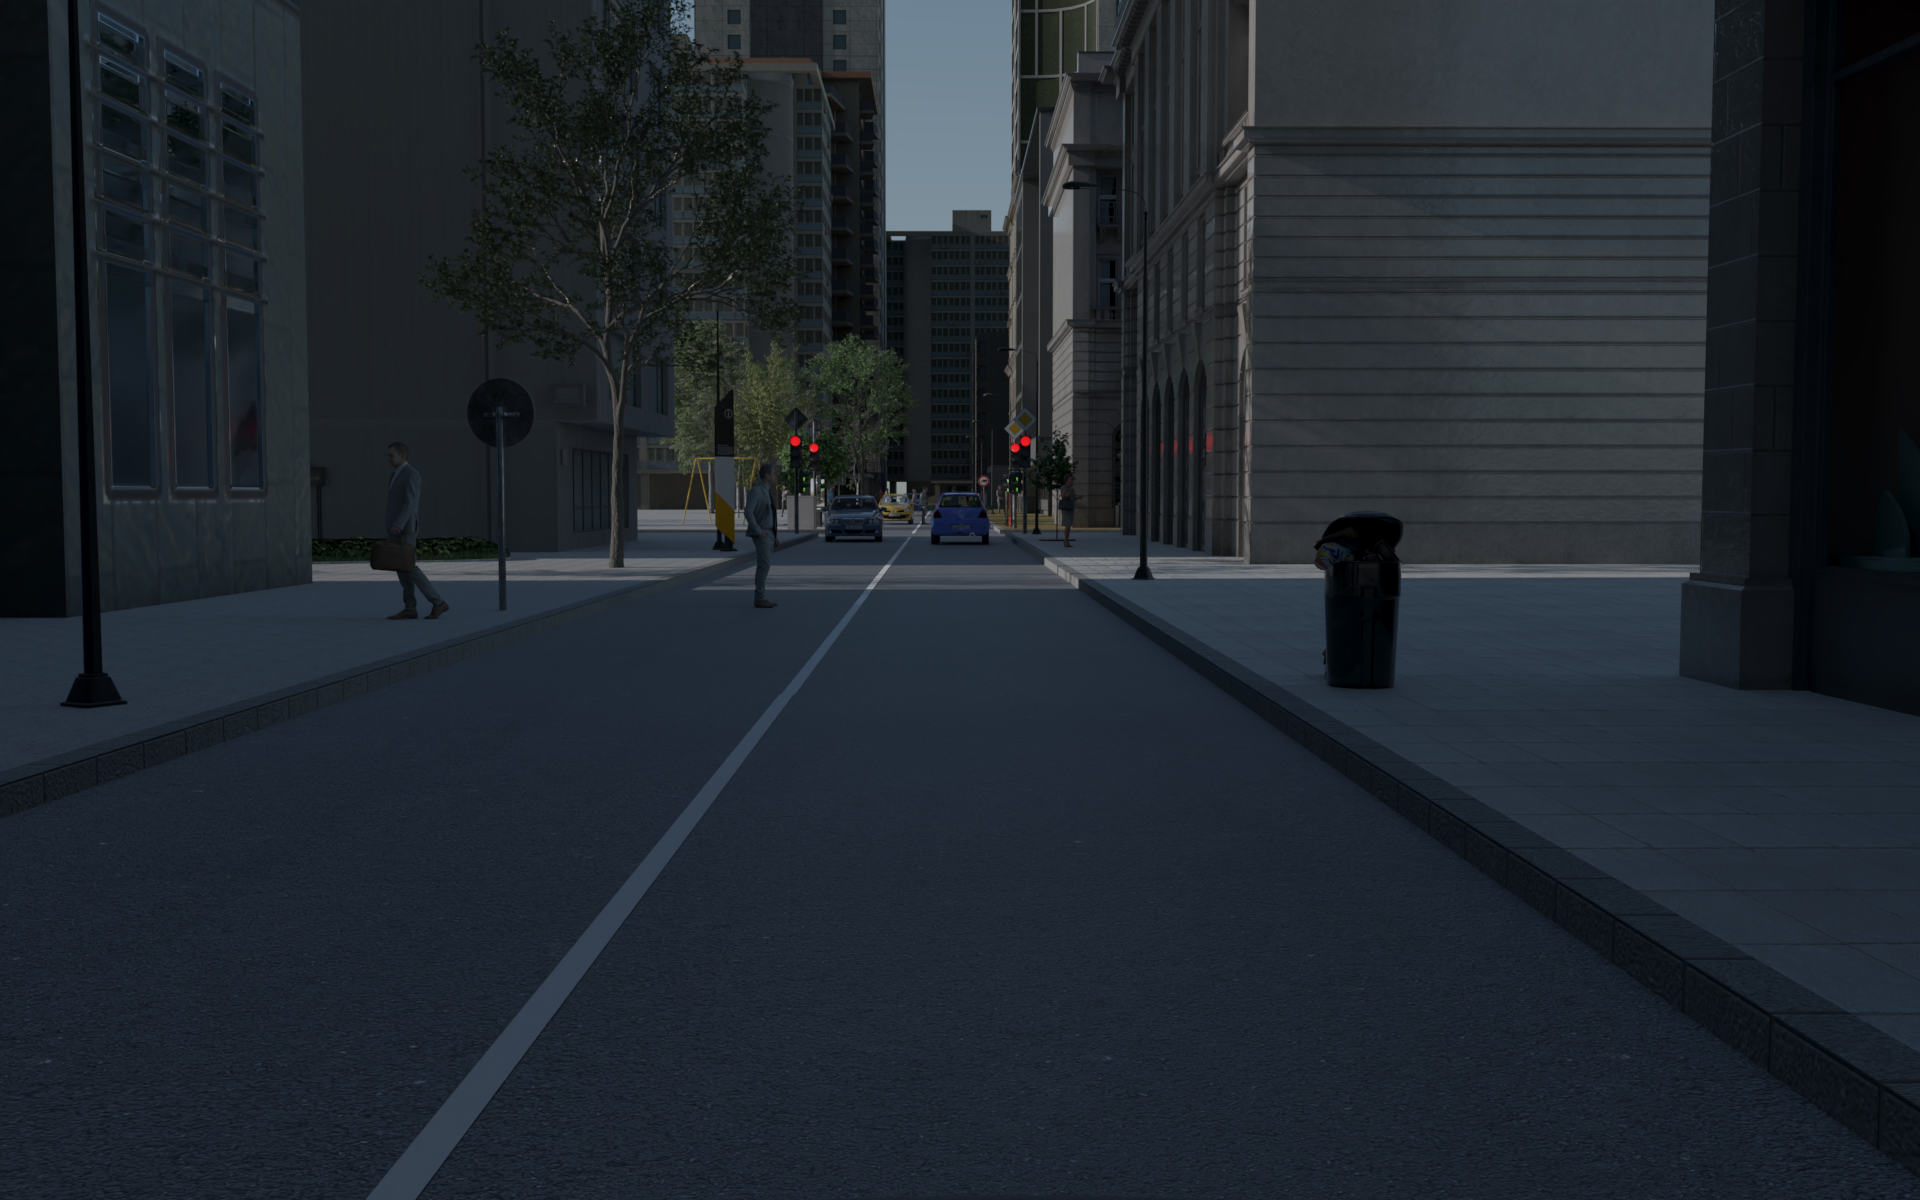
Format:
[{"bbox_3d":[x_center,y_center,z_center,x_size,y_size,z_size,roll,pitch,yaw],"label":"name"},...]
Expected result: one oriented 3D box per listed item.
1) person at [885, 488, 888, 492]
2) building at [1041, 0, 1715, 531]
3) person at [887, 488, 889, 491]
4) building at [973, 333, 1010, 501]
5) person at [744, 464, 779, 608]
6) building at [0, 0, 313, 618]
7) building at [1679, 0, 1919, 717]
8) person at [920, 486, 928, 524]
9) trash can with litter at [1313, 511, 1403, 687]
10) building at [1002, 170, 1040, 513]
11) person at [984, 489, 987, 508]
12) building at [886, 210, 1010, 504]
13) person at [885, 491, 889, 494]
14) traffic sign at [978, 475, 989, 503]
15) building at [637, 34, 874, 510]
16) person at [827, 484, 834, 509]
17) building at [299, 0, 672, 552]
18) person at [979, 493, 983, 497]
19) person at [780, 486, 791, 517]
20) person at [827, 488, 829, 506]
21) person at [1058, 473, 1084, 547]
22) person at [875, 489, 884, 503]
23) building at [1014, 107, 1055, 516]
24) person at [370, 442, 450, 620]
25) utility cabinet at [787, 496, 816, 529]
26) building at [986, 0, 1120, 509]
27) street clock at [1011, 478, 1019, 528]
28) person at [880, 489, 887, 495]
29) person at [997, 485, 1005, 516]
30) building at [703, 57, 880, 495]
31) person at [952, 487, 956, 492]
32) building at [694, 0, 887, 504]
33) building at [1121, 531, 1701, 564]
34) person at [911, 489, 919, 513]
[{"bbox_3d":[-6.691,-9.294,158.128,0.705,1.807,1.348,0,4,8],"label":"person"},{"bbox_3d":[15.716,-14.013,70.916,24.055,21.916,13.314,0,4,-1],"label":"building"},{"bbox_3d":[-6.800,-9.608,163.150,0.705,1.823,1.348,-1,4,-10],"label":"person"},{"bbox_3d":[15.524,-21.709,199.984,27.650,21.520,28.899,0,4,-1],"label":"building"},{"bbox_3d":[-2.503,-0.820,22.014,0.391,1.810,0.635,0,4,6],"label":"person"},{"bbox_3d":[-18.329,-42.450,6.725,22.319,86.520,31.000,0,4,-1],"label":"building"},{"bbox_3d":[9.527,-9.749,10.301,10.553,20.767,40.483,0,4,-1],"label":"building"},{"bbox_3d":[-1.711,-4.522,82.533,0.391,1.810,0.635,0,4,2],"label":"person"},{"bbox_3d":[2.645,-0.025,11.793,0.624,1.170,1.055,0,4,3],"label":"trash can with litter"},{"bbox_3d":[9.719,-20.152,126.740,12.463,27.353,25.104,0,4,-1],"label":"building"},{"bbox_3d":[2.409,-9.574,163.238,0.551,1.740,0.621,1,4,15],"label":"person"},{"bbox_3d":[1.559,-33.506,239.711,23.993,40.220,32.217,0,4,-1],"label":"building"},{"bbox_3d":[-4.418,-5.810,105.304,0.330,1.601,0.589,-1,4,-23],"label":"person"},{"bbox_3d":[1.621,-7.224,118.218,0.768,2.556,0.104,0,4,0],"label":"traffic sign"},{"bbox_3d":[-23.871,-28.052,150.532,32.217,40.220,23.993,0,4,-1],"label":"building"},{"bbox_3d":[-6.326,-4.779,84.529,0.444,1.785,0.601,-1,4,-11],"label":"person"},{"bbox_3d":[-14.892,-22.019,43.609,14.086,41.232,14.154,0,4,-1],"label":"building"},{"bbox_3d":[1.997,-10.073,173.999,1.065,1.426,0.557,1,4,12],"label":"person"},{"bbox_3d":[-9.722,-5.531,96.652,0.537,1.800,0.526,2,4,30],"label":"person"},{"bbox_3d":[-10.407,-7.932,136.081,0.532,1.782,0.716,1,4,10],"label":"person"},{"bbox_3d":[2.648,-2.166,41.822,0.532,1.782,0.716,2,4,34],"label":"person"},{"bbox_3d":[-6.660,-8.508,145.871,1.217,1.743,0.721,0,4,-5],"label":"person"},{"bbox_3d":[10.785,-17.140,99.301,14.314,24.678,30.058,0,4,-1],"label":"building"},{"bbox_3d":[-5.690,-0.706,17.703,0.853,1.813,0.709,-3,5,-40],"label":"person"},{"bbox_3d":[-5.775,-3.181,63.174,1.020,1.237,0.306,1,4,9],"label":"utility cabinet"},{"bbox_3d":[12.824,-43.519,149.784,20.563,71.187,20.611,0,4,-1],"label":"building"},{"bbox_3d":[2.058,-3.735,65.638,0.358,2.002,0.471,0,4,-4],"label":"street clock"},{"bbox_3d":[-6.264,-8.367,143.641,0.742,1.727,0.445,0,4,-5],"label":"person"},{"bbox_3d":[2.421,-5.692,99.387,0.573,1.790,0.520,2,4,34],"label":"person"},{"bbox_3d":[-19.576,-31.947,176.964,22.147,44.769,28.867,0,4,-1],"label":"building"},{"bbox_3d":[-0.267,-4.400,80.783,0.721,1.781,0.623,2,4,29],"label":"person"},{"bbox_3d":[-19.248,-46.757,202.729,20.611,71.187,20.563,0,4,-1],"label":"building"},{"bbox_3d":[11.037,-12.275,42.491,13.314,21.916,24.055,0,4,-1],"label":"building"},{"bbox_3d":[-3.382,-7.336,128.631,0.728,1.800,0.709,1,4,15],"label":"person"}]
